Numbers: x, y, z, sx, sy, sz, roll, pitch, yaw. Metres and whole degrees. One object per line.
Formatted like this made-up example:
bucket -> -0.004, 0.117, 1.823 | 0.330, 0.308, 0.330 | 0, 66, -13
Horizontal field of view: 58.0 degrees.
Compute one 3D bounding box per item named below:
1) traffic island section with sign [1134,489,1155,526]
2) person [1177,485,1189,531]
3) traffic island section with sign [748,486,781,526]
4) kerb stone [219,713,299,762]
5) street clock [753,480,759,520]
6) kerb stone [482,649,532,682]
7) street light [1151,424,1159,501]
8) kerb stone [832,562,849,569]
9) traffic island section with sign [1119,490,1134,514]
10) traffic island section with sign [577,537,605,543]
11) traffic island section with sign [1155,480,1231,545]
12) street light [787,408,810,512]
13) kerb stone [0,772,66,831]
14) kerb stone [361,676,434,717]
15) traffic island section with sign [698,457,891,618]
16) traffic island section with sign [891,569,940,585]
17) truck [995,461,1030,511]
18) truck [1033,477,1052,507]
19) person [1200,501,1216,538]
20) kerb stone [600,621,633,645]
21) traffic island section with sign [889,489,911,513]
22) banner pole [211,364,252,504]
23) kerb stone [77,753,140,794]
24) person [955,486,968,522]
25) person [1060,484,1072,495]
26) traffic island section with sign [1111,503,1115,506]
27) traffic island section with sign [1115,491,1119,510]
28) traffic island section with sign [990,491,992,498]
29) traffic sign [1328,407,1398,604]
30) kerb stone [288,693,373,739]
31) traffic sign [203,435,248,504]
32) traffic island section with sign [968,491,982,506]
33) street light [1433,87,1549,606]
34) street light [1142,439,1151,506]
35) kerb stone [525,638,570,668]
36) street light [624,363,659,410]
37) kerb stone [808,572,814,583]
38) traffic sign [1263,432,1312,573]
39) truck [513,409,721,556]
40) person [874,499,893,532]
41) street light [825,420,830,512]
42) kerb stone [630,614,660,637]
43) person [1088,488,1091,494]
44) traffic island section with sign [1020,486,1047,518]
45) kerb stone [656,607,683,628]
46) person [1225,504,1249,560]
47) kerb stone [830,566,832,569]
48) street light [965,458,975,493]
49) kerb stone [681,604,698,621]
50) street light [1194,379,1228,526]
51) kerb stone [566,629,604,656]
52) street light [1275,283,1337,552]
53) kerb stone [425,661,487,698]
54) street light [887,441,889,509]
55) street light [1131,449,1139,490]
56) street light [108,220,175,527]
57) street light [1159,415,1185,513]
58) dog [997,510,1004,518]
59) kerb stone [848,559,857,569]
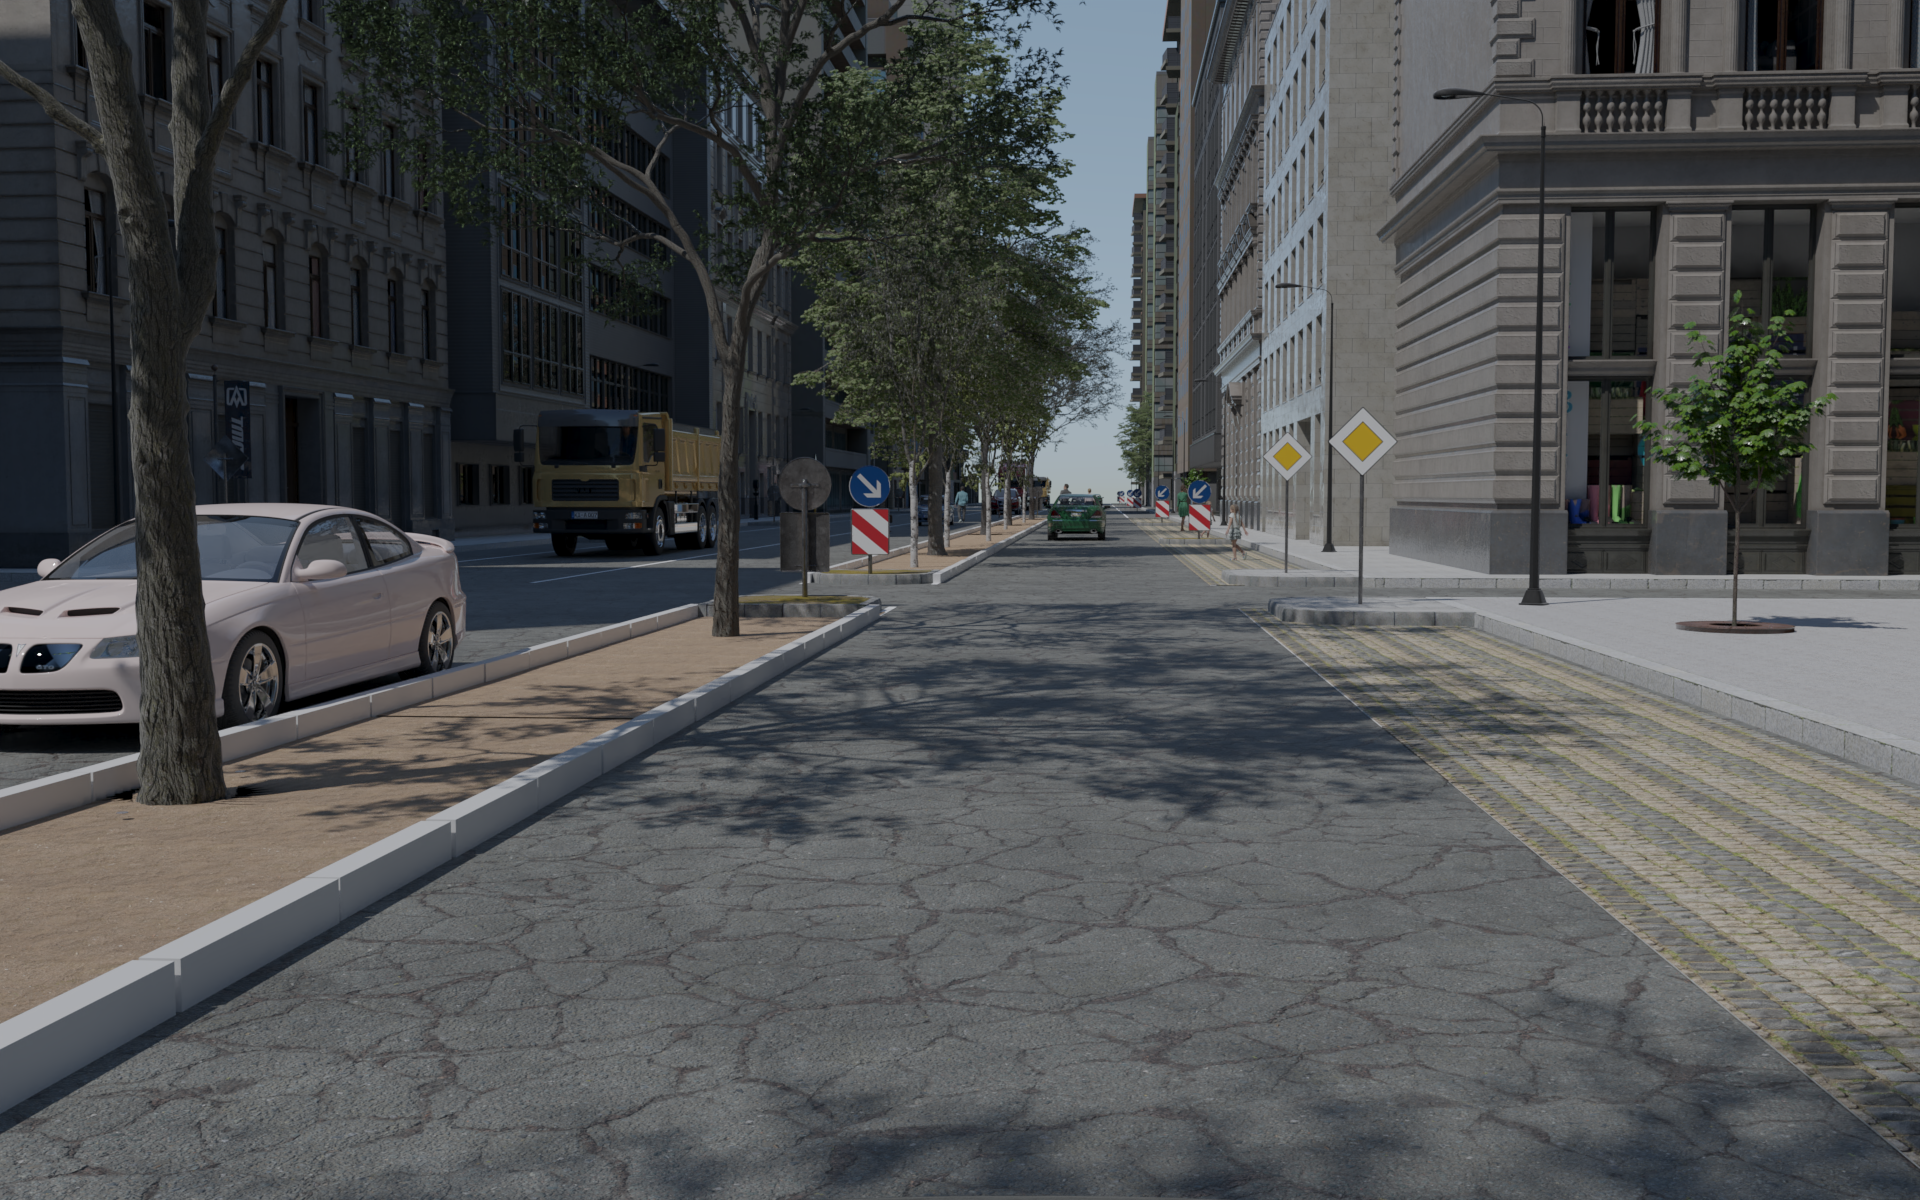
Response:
traffic island section with sign -> 8.954, -4.234, 77.854 | 1.989, 1.847, 2.006 | 0, 4, 5
person -> 8.585, -3.546, 66.717 | 0.600, 1.795, 0.529 | 2, 4, 32
traffic island section with sign -> -8.541, -4.320, 79.256 | 1.989, 1.847, 2.006 | 0, 4, 5
kerb stone -> -3.939, 0.775, 9.527 | 0.120, 0.150, 1.000 | 0, 4, 5
street clock -> -10.150, -4.992, 86.196 | 0.358, 2.002, 0.471 | 0, 4, 5
kerb stone -> -3.608, 0.527, 13.609 | 0.120, 0.150, 1.000 | 0, 4, 5
street light -> 13.624, -8.712, 114.976 | 1.470, 5.913, 1.316 | 0, 4, 5
kerb stone -> -2.191, -0.567, 31.470 | 0.120, 0.150, 1.000 | 0, 4, 5
traffic island section with sign -> 12.939, -7.278, 127.621 | 1.989, 1.847, 2.006 | 0, 4, 5
traffic island section with sign -> -10.727, -2.651, 51.976 | 1.989, 1.847, 2.006 | 0, 4, 5
traffic island section with sign -> 6.722, -2.513, 49.723 | 1.989, 1.847, 2.006 | 0, 4, 5
street light -> -8.759, -7.391, 93.391 | 1.470, 5.913, 1.316 | 0, 4, 5
kerb stone -> -4.104, 0.900, 7.489 | 0.120, 0.150, 1.000 | 0, 4, 5
kerb stone -> -3.779, 0.650, 11.569 | 0.120, 0.150, 1.000 | 0, 4, 5
traffic island section with sign -> -1.985, -0.783, 20.940 | 2.006, 1.907, 1.989 | 0, 4, 5
traffic island section with sign -> -1.385, -1.235, 28.323 | 2.006, 1.907, 1.989 | 0, 4, 5
truck -> 4.696, -9.789, 148.957 | 2.839, 4.237, 11.283 | 0, 4, 5
truck -> 8.741, -12.182, 195.105 | 3.469, 3.379, 9.791 | 0, 4, 5
person -> 7.771, -2.495, 54.306 | 0.505, 1.210, 0.382 | -2, 4, -35
kerb stone -> -3.371, 0.339, 16.679 | 0.120, 0.150, 1.000 | 0, 4, 5
traffic island section with sign -> -4.556, -7.381, 129.299 | 1.989, 1.847, 2.006 | 0, 4, 5
banner pole -> -14.175, -2.667, 33.624 | 0.863, 3.779, 0.401 | -2, 4, -31
kerb stone -> -4.026, 0.840, 8.508 | 0.120, 0.150, 1.000 | 0, 4, 5
person -> 0.085, -4.827, 87.440 | 0.660, 1.820, 0.620 | -1, 4, -11
person -> 4.129, -3.727, 69.239 | 0.655, 1.846, 0.447 | -2, 4, -31
traffic island section with sign -> 19.522, -12.314, 209.968 | 1.989, 1.847, 2.006 | 0, 4, 5
traffic island section with sign -> 15.085, -8.924, 154.537 | 1.989, 1.847, 2.006 | 0, 4, 5
traffic island section with sign -> 4.173, -14.057, 238.453 | 1.989, 1.847, 2.006 | 0, 4, 5
traffic sign -> 4.656, -1.006, 20.094 | 0.795, 2.450, 0.064 | 0, 4, 5
kerb stone -> -3.861, 0.714, 10.550 | 0.120, 0.150, 1.000 | 0, 4, 5
traffic sign -> -12.495, -1.581, 29.490 | 0.795, 2.450, 0.064 | 0, 4, 5
traffic island section with sign -> 2.006, -12.400, 211.360 | 1.989, 1.847, 2.006 | 0, 4, 5
street light -> 6.107, -2.898, 19.929 | 1.470, 5.913, 1.316 | 0, 4, 5
street light -> 16.357, -10.689, 147.303 | 1.470, 5.913, 1.316 | 0, 4, 5
kerb stone -> -3.532, 0.463, 14.632 | 0.120, 0.150, 1.000 | 0, 4, 5
street light -> -11.362, -5.447, 61.595 | 1.470, 5.913, 1.316 | 0, 4, 5
kerb stone -> -2.433, -0.379, 28.400 | 0.120, 0.150, 1.000 | 0, 4, 5
traffic sign -> 5.292, -1.493, 28.054 | 0.795, 2.450, 0.064 | 0, 4, 5
truck -> -8.056, -2.848, 42.484 | 3.469, 3.379, 9.791 | 0, 4, 4
person -> -2.907, -3.363, 63.455 | 0.822, 1.834, 0.622 | 0, 4, 6
street light -> -7.743, -8.164, 106.022 | 1.470, 5.913, 1.316 | 0, 4, 5
kerb stone -> -3.281, 0.275, 17.697 | 0.120, 0.150, 1.000 | 0, 4, 5
person -> 6.991, -5.083, 92.279 | 0.731, 1.740, 0.598 | 1, 4, 10
traffic island section with sign -> 4.590, -5.816, 103.224 | 2.006, 1.907, 1.989 | 0, 4, 5
kerb stone -> -3.199, 0.212, 18.725 | 0.120, 0.150, 1.000 | 0, 4, 5
person -> 5.908, -1.442, 37.096 | 0.505, 1.210, 0.382 | -3, 5, -43
kerb stone -> -2.347, -0.442, 29.422 | 0.120, 0.150, 1.000 | 0, 4, 5
street light -> 1.276, -15.200, 221.055 | 1.470, 5.913, 1.316 | 0, 4, 5
kerb stone -> -3.127, 0.152, 19.745 | 0.120, 0.150, 1.000 | 0, 4, 5
street light -> 10.140, -5.959, 69.970 | 1.470, 5.913, 1.316 | 0, 4, 5
kerb stone -> -3.447, 0.400, 15.654 | 0.120, 0.150, 1.000 | 0, 4, 5
street light -> 7.620, -4.014, 38.167 | 1.470, 5.913, 1.316 | 0, 4, 5
kerb stone -> -3.695, 0.587, 12.591 | 0.120, 0.150, 1.000 | 0, 4, 5
street light -> -5.274, -10.150, 138.497 | 1.470, 5.913, 1.316 | 0, 4, 5
street light -> 18.756, -12.636, 179.131 | 1.470, 5.913, 1.316 | 0, 4, 5
street light -> -13.899, -3.484, 29.509 | 1.470, 5.913, 1.316 | 0, 4, 5
street light -> 12.626, -7.904, 101.775 | 1.470, 5.913, 1.316 | 0, 4, 5
dog -> 2.491, -5.141, 103.336 | 0.406, 0.507, 0.540 | 3, 5, 40
kerb stone -> -2.107, -0.630, 32.506 | 0.120, 0.150, 1.000 | 0, 4, 5
